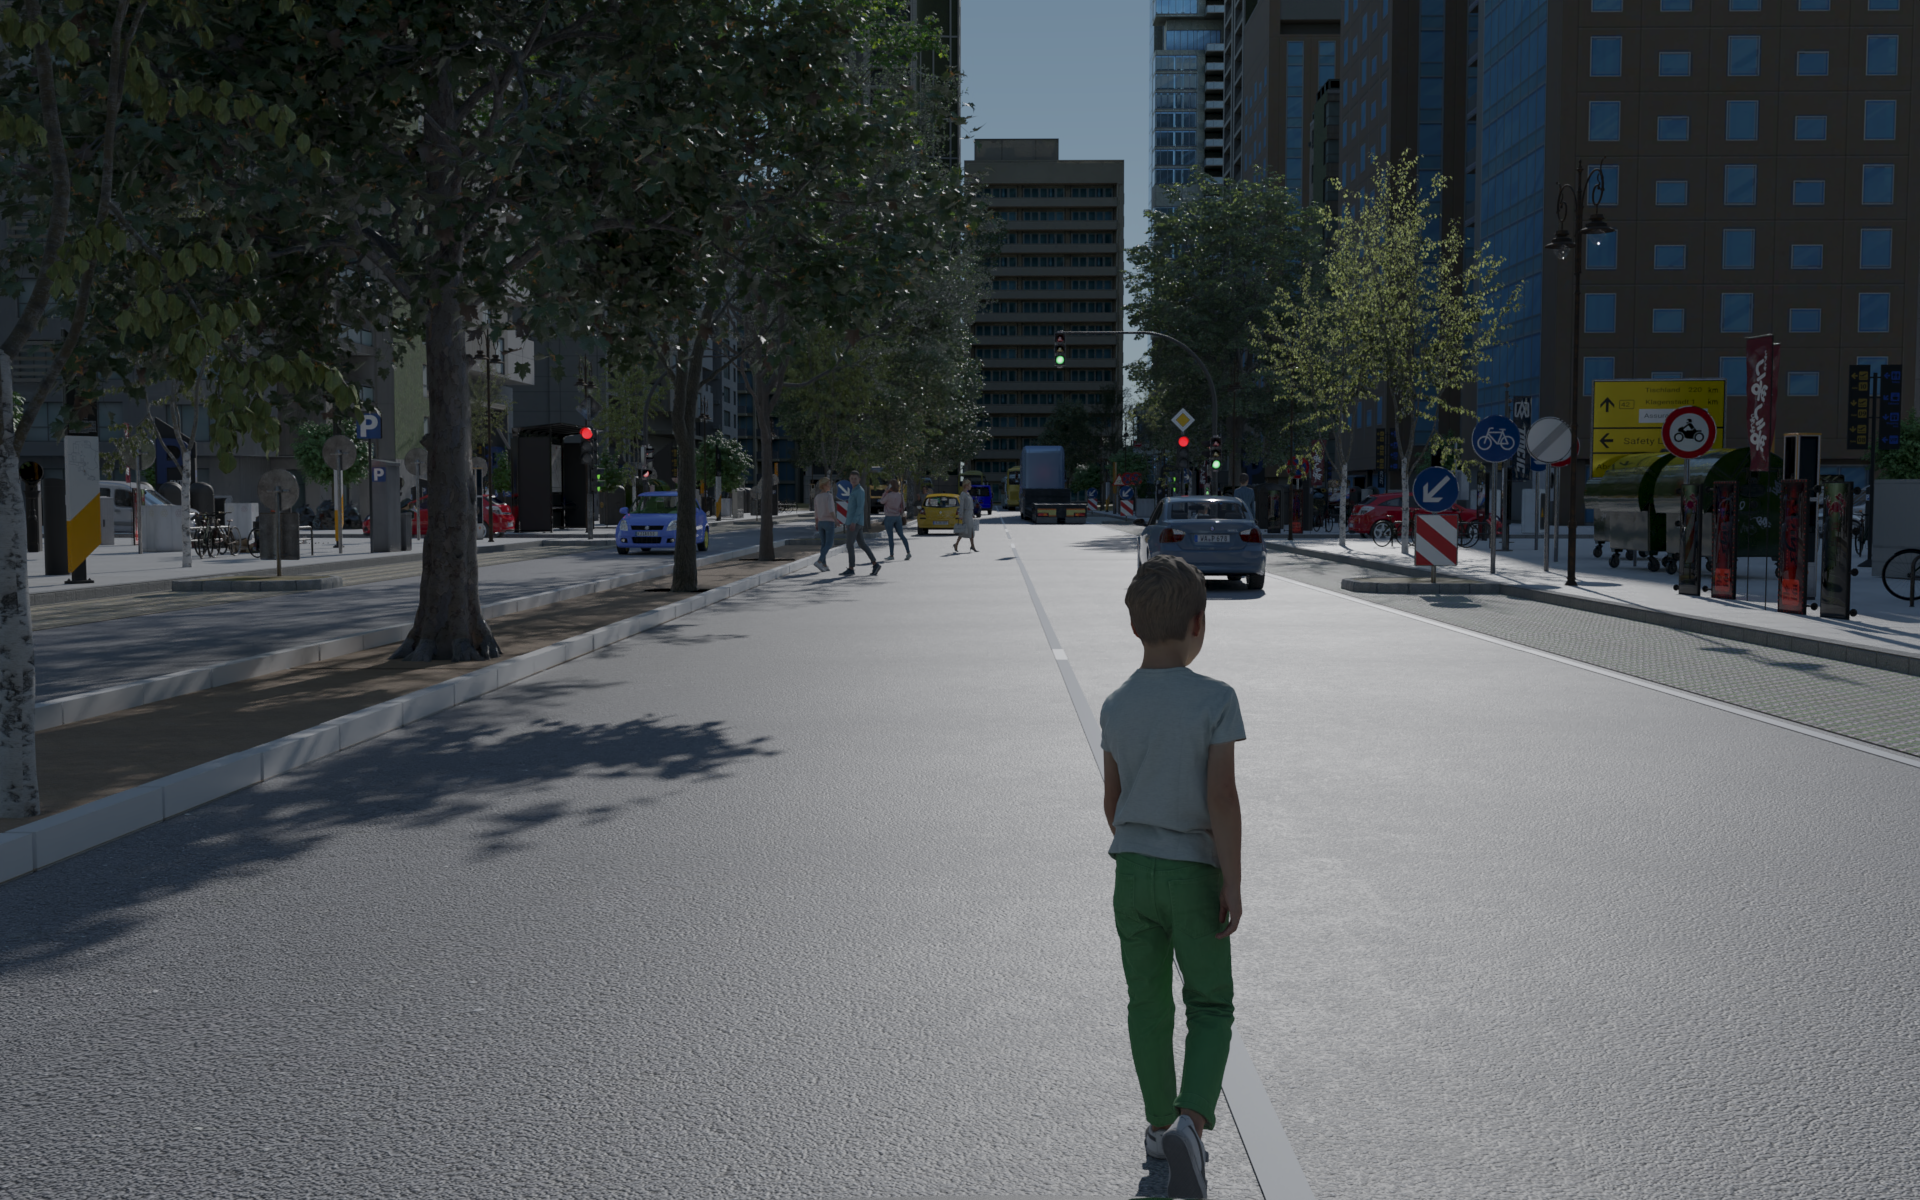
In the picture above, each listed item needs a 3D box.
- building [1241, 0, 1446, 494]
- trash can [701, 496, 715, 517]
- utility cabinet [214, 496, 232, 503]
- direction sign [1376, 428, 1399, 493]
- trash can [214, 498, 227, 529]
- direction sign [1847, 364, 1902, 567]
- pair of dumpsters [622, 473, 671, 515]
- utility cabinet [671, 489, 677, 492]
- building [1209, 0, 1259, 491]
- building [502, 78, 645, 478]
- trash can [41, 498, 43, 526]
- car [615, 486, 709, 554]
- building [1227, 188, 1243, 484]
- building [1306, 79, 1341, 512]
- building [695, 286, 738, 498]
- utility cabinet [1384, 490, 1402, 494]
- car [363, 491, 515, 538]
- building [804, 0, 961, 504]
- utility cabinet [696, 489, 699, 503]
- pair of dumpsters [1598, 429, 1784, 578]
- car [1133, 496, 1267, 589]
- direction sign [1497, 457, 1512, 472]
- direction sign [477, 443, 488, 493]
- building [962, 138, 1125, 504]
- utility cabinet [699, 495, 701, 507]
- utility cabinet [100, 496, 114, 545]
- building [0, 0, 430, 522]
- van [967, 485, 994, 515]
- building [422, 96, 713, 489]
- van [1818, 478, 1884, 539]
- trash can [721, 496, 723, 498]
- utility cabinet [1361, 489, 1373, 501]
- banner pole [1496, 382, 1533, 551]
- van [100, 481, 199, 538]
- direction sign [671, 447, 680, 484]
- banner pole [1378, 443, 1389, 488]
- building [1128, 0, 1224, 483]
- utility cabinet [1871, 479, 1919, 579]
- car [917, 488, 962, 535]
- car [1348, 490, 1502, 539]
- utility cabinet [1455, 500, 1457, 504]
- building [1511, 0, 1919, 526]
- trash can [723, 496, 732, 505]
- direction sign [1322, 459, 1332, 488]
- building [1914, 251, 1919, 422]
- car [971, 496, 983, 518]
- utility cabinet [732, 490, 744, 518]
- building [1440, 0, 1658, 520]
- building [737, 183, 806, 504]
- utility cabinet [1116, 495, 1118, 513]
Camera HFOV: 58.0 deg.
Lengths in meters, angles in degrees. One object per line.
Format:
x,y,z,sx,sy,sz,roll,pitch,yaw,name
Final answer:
32.433,-30.594,150.328,14.600,45.320,14.200,0,4,1,building
-14.173,-5.221,97.023,0.748,1.137,0.748,0,3,0,trash can
-29.864,-3.585,69.772,1.020,1.237,0.306,-1,4,-17,utility cabinet
14.652,-4.126,59.449,0.379,3.537,0.876,-3,5,-44,direction sign
-27.662,-3.230,64.471,0.748,1.137,0.748,0,3,0,trash can
16.004,-2.347,30.375,0.876,3.537,0.379,0,4,6,direction sign
-14.089,-4.604,77.763,1.574,2.255,4.437,0,4,1,pair of dumpsters
-13.048,-4.402,80.657,0.318,1.500,1.173,2,4,25,utility cabinet
36.891,-45.451,181.380,20.563,71.187,20.611,0,4,1,building
-34.892,-43.002,141.330,20.563,71.187,20.611,0,4,1,building
-36.915,-3.569,70.014,0.748,1.137,0.748,0,3,0,trash can
-7.244,-1.998,42.252,1.945,1.707,3.694,0,4,2,car
32.502,-24.078,165.371,14.160,30.474,14.107,0,4,1,building
31.859,-21.551,124.058,14.160,30.474,14.107,0,4,1,building
-31.536,-25.406,187.085,14.107,30.474,14.160,0,4,1,building
22.765,-5.001,90.447,1.173,1.500,0.318,2,4,31,utility cabinet
-15.819,-2.657,52.479,4.494,1.783,2.155,0,4,1,car
-10.286,-48.945,238.507,20.611,71.187,20.563,0,4,1,building
-12.818,-4.493,82.145,0.318,1.500,1.173,-3,5,-42,utility cabinet
11.838,-1.557,27.946,1.574,2.255,4.437,0,4,1,pair of dumpsters
3.763,-0.939,27.350,2.014,1.417,4.499,0,4,2,car
19.553,-4.294,62.199,0.876,3.537,0.379,-1,4,-17,direction sign
-21.276,-5.227,77.452,0.876,3.537,0.379,2,4,33,direction sign
11.212,-37.627,238.895,21.600,48.544,21.300,0,4,1,building
-16.235,-5.782,105.689,1.020,1.237,0.306,-3,4,-38,utility cabinet
-21.637,-1.962,43.248,0.306,1.237,1.020,1,4,21,utility cabinet
-32.927,-24.047,76.759,14.154,41.232,14.086,0,4,1,building
1.270,-7.129,120.949,2.240,2.365,5.245,0,3,0,van
-38.892,-35.274,165.976,28.713,52.752,27.495,0,4,1,building
28.243,-2.816,53.048,4.112,2.044,2.013,0,4,1,van
-17.603,-7.020,126.438,0.748,1.137,0.748,0,3,0,trash can
18.501,-4.282,78.692,0.318,1.500,1.173,2,4,23,utility cabinet
12.437,-2.986,38.830,0.863,3.779,0.401,-1,4,-14,banner pole
-25.415,-2.825,53.201,4.112,2.044,2.013,0,4,2,van
-13.563,-5.602,83.590,0.876,3.537,0.379,-3,5,-41,direction sign
20.592,-5.759,84.178,0.863,3.779,0.401,-2,4,-31,banner pole
37.913,-56.626,238.502,31.000,86.520,22.319,0,4,1,building
14.299,-1.065,26.099,0.318,1.500,1.173,-1,4,-9,utility cabinet
-0.575,-3.152,61.752,2.015,1.641,3.980,0,4,3,car
13.763,-2.573,51.107,4.494,1.783,2.155,0,4,2,car
26.016,-4.918,91.574,0.306,1.237,1.020,2,4,26,utility cabinet
30.903,-25.967,74.664,14.200,45.320,14.600,0,4,1,building
-14.094,-5.861,107.478,0.748,1.137,0.748,0,3,0,trash can
23.923,-7.420,113.310,0.876,3.537,0.379,-1,4,-21,direction sign
61.457,-32.902,79.951,28.212,58.520,21.231,0,4,1,building
0.421,-5.703,105.820,1.945,1.354,3.894,0,4,2,car
-11.583,-5.001,90.448,0.318,1.500,1.173,0,4,8,utility cabinet
30.561,-27.609,101.512,14.600,45.320,14.200,0,4,1,building
-35.475,-35.819,240.258,28.867,44.769,22.147,0,4,1,building
11.057,-6.614,119.308,1.020,1.237,0.306,1,4,13,utility cabinet
